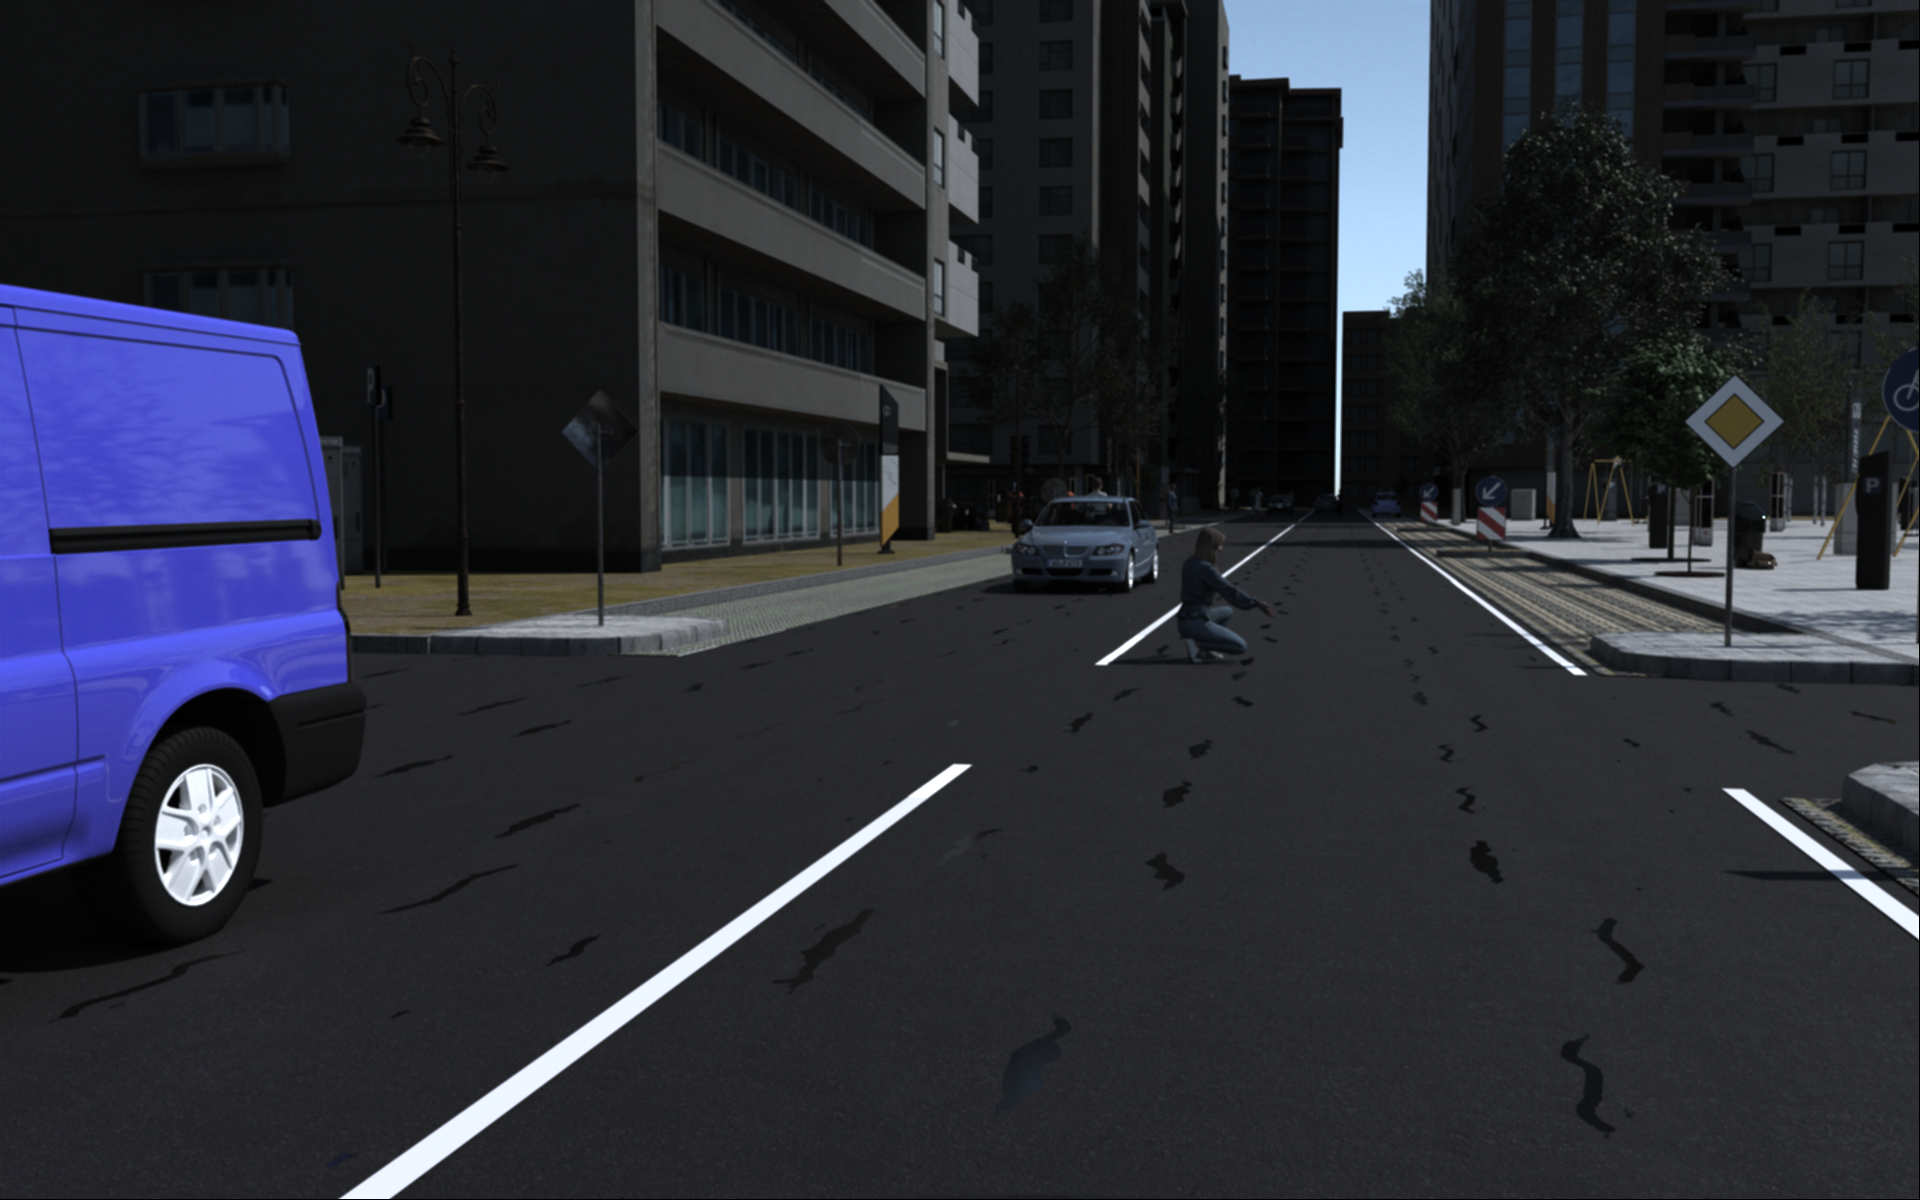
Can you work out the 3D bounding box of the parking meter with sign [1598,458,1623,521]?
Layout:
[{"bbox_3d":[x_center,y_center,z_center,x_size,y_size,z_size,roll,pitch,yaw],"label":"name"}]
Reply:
[{"bbox_3d":[30.896,-5.269,82.406,0.543,3.016,1.738,0,4,-3],"label":"parking meter with sign"}]

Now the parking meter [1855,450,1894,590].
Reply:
[{"bbox_3d":[12.277,-1.075,23.281,0.255,1.863,0.399,-3,5,-44],"label":"parking meter"}]

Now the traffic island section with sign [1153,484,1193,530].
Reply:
[{"bbox_3d":[8.388,-3.750,69.934,1.989,1.847,2.006,1,4,12],"label":"traffic island section with sign"}]

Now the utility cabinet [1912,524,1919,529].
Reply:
[{"bbox_3d":[34.687,-3.258,61.952,1.173,1.500,0.318,2,4,26],"label":"utility cabinet"}]

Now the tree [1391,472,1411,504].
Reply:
[{"bbox_3d":[37.161,-9.235,145.586,1.663,3.219,1.824,0,3,0],"label":"tree"}]

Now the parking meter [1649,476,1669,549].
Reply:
[{"bbox_3d":[16.443,-2.144,40.772,0.399,1.863,0.255,0,4,3],"label":"parking meter"}]

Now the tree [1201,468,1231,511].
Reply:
[{"bbox_3d":[19.056,-8.298,130.273,1.663,3.219,1.824,0,3,0],"label":"tree"}]

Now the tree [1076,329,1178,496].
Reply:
[{"bbox_3d":[7.293,-7.743,76.953,4.360,8.622,3.978,0,3,0],"label":"tree"}]

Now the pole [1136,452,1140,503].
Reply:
[{"bbox_3d":[8.571,-5.480,83.436,0.158,3.312,0.155,0,3,0],"label":"pole"}]

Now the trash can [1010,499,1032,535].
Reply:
[{"bbox_3d":[1.921,-2.613,54.379,0.748,1.137,0.748,0,3,0],"label":"trash can"}]

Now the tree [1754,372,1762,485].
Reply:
[{"bbox_3d":[36.444,-7.552,73.842,4.360,8.622,3.978,0,3,0],"label":"tree"}]

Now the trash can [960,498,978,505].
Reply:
[{"bbox_3d":[0.356,-3.371,66.763,0.748,1.137,0.748,0,3,0],"label":"trash can"}]

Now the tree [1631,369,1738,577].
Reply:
[{"bbox_3d":[11.331,-1.990,27.146,1.663,3.219,1.824,0,3,0],"label":"tree"}]

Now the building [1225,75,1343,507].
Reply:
[{"bbox_3d":[25.830,-32.418,184.660,28.867,44.769,22.147,1,4,12],"label":"building"}]

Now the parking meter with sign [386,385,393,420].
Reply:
[{"bbox_3d":[-9.891,-1.905,27.413,0.543,3.016,1.738,3,5,42],"label":"parking meter with sign"}]

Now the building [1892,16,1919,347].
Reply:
[{"bbox_3d":[79.224,-28.198,144.627,14.086,41.232,14.154,1,4,12],"label":"building"}]

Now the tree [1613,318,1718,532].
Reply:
[{"bbox_3d":[23.468,-6.607,58.394,4.360,8.622,3.978,0,3,0],"label":"tree"}]

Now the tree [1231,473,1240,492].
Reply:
[{"bbox_3d":[24.813,-9.889,156.280,1.663,3.219,1.824,0,3,0],"label":"tree"}]

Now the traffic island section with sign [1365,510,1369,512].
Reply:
[{"bbox_3d":[33.934,-8.079,140.726,1.989,1.847,2.006,1,4,12],"label":"traffic island section with sign"}]

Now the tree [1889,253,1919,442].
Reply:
[{"bbox_3d":[28.851,-6.168,51.208,4.737,8.622,4.395,0,3,0],"label":"tree"}]

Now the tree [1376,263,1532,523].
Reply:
[{"bbox_3d":[22.444,-9.268,77.280,9.928,11.665,9.643,0,3,0],"label":"tree"}]

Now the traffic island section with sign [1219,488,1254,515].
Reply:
[{"bbox_3d":[18.516,-6.598,116.499,1.989,1.847,2.006,1,4,12],"label":"traffic island section with sign"}]

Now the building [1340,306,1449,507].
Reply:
[{"bbox_3d":[54.768,-20.578,181.495,28.899,21.520,27.650,1,4,12],"label":"building"}]

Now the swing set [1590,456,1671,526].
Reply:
[{"bbox_3d":[28.348,-4.527,71.637,3.119,2.851,2.862,-1,4,-8],"label":"swing set"}]

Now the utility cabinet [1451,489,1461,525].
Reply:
[{"bbox_3d":[20.307,-3.807,70.931,0.318,1.500,1.173,1,4,12],"label":"utility cabinet"}]

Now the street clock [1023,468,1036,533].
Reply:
[{"bbox_3d":[1.963,-2.720,49.035,0.358,2.002,0.471,0,4,1],"label":"street clock"}]

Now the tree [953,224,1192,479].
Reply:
[{"bbox_3d":[3.533,-7.701,60.318,8.767,10.594,7.601,-3,4,-36],"label":"tree"}]

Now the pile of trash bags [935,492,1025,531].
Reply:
[{"bbox_3d":[0.550,-3.120,60.762,3.447,1.369,1.912,-1,4,-8],"label":"pile of trash bags"}]

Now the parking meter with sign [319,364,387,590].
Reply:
[{"bbox_3d":[-8.641,-1.641,23.097,1.738,3.016,0.543,-2,4,-31],"label":"parking meter with sign"}]

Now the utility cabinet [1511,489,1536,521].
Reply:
[{"bbox_3d":[26.898,-4.530,82.746,0.318,1.500,1.173,-3,4,-37],"label":"utility cabinet"}]

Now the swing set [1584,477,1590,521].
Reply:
[{"bbox_3d":[30.516,-5.036,79.959,3.119,2.851,2.862,0,4,7],"label":"swing set"}]

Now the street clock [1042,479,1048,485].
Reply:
[{"bbox_3d":[4.072,-4.785,82.798,0.358,2.002,0.471,1,4,20],"label":"street clock"}]

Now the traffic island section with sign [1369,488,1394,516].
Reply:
[{"bbox_3d":[28.145,-6.449,114.069,1.989,1.847,2.006,1,4,12],"label":"traffic island section with sign"}]

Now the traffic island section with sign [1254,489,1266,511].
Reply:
[{"bbox_3d":[24.247,-8.209,142.840,1.989,1.847,2.006,1,4,12],"label":"traffic island section with sign"}]

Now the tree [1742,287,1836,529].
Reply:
[{"bbox_3d":[30.065,-6.874,62.751,4.737,8.622,4.395,0,3,0],"label":"tree"}]

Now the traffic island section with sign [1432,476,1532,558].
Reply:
[{"bbox_3d":[11.911,-1.884,39.431,1.989,1.847,2.006,1,4,12],"label":"traffic island section with sign"}]

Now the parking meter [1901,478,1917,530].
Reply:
[{"bbox_3d":[35.549,-3.613,64.784,0.399,1.863,0.255,1,4,18],"label":"parking meter"}]

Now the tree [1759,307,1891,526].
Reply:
[{"bbox_3d":[34.535,-7.227,68.525,4.360,8.622,3.978,0,3,0],"label":"tree"}]

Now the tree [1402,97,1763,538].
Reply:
[{"bbox_3d":[17.815,-8.160,50.431,9.611,12.733,9.660,0,3,0],"label":"tree"}]

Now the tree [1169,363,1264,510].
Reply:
[{"bbox_3d":[20.329,-12.910,136.826,9.928,11.665,9.643,0,3,0],"label":"tree"}]

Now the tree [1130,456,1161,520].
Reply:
[{"bbox_3d":[9.304,-5.669,87.289,1.663,3.219,1.824,0,3,0],"label":"tree"}]

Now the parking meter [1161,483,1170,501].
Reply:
[{"bbox_3d":[10.702,-5.176,90.335,0.399,1.863,0.255,3,4,38],"label":"parking meter"}]

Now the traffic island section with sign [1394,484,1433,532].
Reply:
[{"bbox_3d":[17.649,-3.495,65.771,1.989,1.847,2.006,1,4,12],"label":"traffic island section with sign"}]

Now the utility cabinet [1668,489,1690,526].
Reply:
[{"bbox_3d":[28.477,-3.693,69.057,1.173,1.500,0.318,1,4,18],"label":"utility cabinet"}]

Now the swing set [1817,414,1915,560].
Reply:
[{"bbox_3d":[18.876,-2.198,33.560,3.119,2.851,2.862,-2,4,-34],"label":"swing set"}]

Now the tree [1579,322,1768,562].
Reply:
[{"bbox_3d":[13.701,-3.021,33.105,4.285,4.588,4.351,0,3,0],"label":"tree"}]

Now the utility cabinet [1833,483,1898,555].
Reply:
[{"bbox_3d":[18.937,-1.685,36.235,1.173,1.500,0.318,0,4,-3],"label":"utility cabinet"}]

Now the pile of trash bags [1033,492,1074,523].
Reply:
[{"bbox_3d":[3.627,-3.978,74.788,1.912,1.369,3.447,-3,5,-44],"label":"pile of trash bags"}]

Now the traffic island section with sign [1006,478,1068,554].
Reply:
[{"bbox_3d":[2.247,-2.020,41.654,1.989,1.847,2.006,1,4,12],"label":"traffic island section with sign"}]
